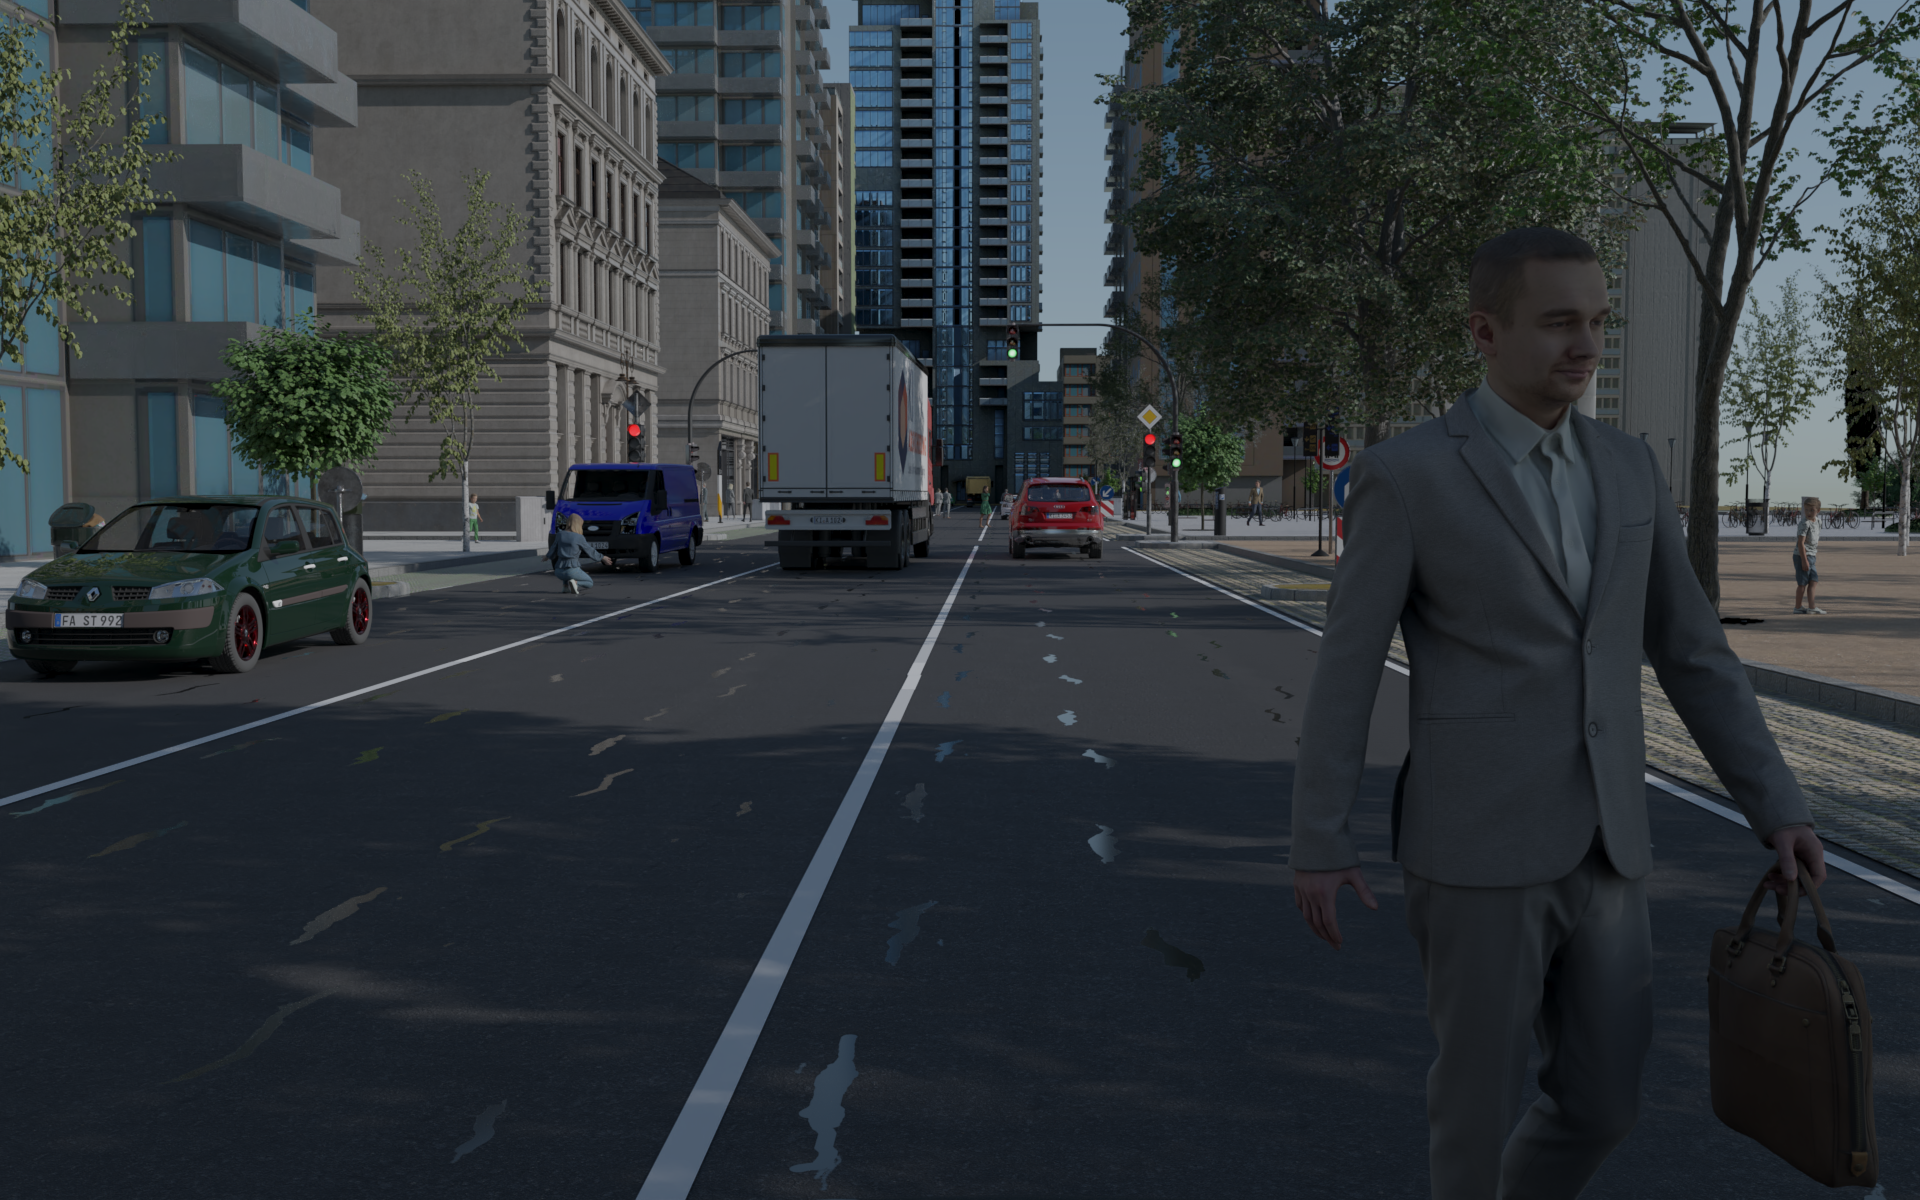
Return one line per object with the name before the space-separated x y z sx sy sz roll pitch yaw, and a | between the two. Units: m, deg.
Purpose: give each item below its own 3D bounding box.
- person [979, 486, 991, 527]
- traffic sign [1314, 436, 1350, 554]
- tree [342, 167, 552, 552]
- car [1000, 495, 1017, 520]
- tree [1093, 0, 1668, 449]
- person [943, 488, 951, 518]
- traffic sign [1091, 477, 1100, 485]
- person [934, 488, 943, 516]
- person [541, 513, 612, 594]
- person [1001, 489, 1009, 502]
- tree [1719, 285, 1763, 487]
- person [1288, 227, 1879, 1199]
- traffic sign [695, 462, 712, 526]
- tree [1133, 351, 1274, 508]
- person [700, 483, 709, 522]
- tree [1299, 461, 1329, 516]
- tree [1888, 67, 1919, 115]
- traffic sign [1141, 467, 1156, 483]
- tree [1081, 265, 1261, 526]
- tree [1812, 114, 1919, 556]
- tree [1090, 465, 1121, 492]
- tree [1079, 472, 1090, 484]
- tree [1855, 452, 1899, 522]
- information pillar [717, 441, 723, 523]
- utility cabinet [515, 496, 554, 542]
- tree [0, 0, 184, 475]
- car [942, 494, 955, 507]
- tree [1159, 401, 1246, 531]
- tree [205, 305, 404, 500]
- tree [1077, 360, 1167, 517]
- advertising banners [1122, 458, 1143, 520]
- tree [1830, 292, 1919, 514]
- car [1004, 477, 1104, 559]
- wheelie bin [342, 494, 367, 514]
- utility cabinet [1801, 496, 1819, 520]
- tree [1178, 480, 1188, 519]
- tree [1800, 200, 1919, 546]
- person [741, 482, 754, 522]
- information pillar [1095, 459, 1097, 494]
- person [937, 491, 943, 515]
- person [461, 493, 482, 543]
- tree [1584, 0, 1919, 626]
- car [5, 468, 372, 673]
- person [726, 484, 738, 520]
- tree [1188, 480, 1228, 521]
person | 1.077 -4.018 74.449 0.529 1.795 0.600 1 4 12
traffic sign | 7.928 -2.256 36.991 0.768 2.556 0.104 0 4 8
tree | -11.243 -5.379 38.315 4.737 8.622 4.395 0 3 0
car | 3.256 -5.179 97.039 2.083 1.381 4.827 0 4 3
tree | 7.227 -7.544 29.996 9.857 13.997 8.962 0 3 0
person | -0.772 -5.761 102.873 0.511 1.800 0.466 1 4 10
traffic sign | 10.025 -7.817 127.915 0.768 2.556 0.104 0 4 3
person | -1.422 -6.479 114.638 0.606 1.804 0.583 1 4 9
person | -5.681 -0.683 25.162 1.012 1.151 0.738 1 4 15
person | 3.339 -7.162 125.997 0.661 1.777 0.834 1 4 12
tree | 26.915 -6.558 57.585 4.737 8.622 4.395 0 3 0
person | 0.861 0.371 2.557 0.709 1.813 0.853 -1 4 -18
traffic sign | -10.342 -4.243 69.483 0.768 2.556 0.104 0 4 6
tree | 17.238 -13.035 123.496 12.009 13.543 11.850 0 3 0
person | -11.837 -4.482 79.502 0.590 1.801 0.661 -1 4 -13
tree | 20.791 -6.533 101.423 1.663 3.219 1.824 0 3 0
tree | 17.285 -4.886 30.254 4.737 8.622 4.395 0 3 0
traffic sign | 8.763 -4.933 80.766 0.768 2.556 0.104 0 4 6
tree | 8.304 -8.265 69.548 8.767 10.594 7.601 3 5 42
tree | 19.695 -5.235 35.953 4.737 8.622 4.395 0 3 0
tree | 9.840 -7.349 114.751 1.663 3.219 1.824 0 3 0
tree | 10.835 -9.467 149.385 1.663 3.219 1.824 0 3 0
tree | 41.723 -5.169 79.116 1.663 3.219 1.824 0 3 0
information pillar | -10.563 -5.184 76.106 0.183 3.616 0.504 0 4 5
utility cabinet | -11.471 -2.182 46.829 1.020 1.237 0.306 -3 5 -40
tree | -11.296 -4.249 19.839 4.737 8.622 4.395 0 3 0
car | -1.534 -11.616 198.710 1.959 1.807 4.718 0 4 2
tree | 8.585 -4.727 60.994 4.285 4.588 4.351 0 3 0
tree | -11.362 -2.838 30.119 4.285 4.588 4.351 0 3 0
tree | 9.314 -8.920 96.206 4.360 8.622 3.978 0 3 0
advertising banners | 8.523 -5.461 85.481 0.090 3.025 2.074 -1 4 -22
tree | 62.628 -12.772 110.636 13.155 14.587 18.604 -1 4 -19
car | 2.168 -1.918 40.030 2.281 1.827 5.304 0 4 0
wheelie bin | -19.193 -2.855 54.593 0.980 1.594 0.693 0 4 -5
utility cabinet | 22.767 -2.155 46.402 0.306 1.237 1.020 1 4 18
tree | 11.885 -5.914 91.288 1.663 3.219 1.824 0 3 0
tree | 23.217 -5.648 42.705 4.360 8.622 3.978 0 3 0
person | -9.809 -4.522 79.750 0.659 1.850 0.755 -2 4 -32
information pillar | 9.185 -7.672 116.794 0.183 3.616 0.504 0 4 2
person | -1.417 -6.743 118.923 0.537 1.800 0.526 0 3 0
person | -12.730 -2.130 45.110 0.590 1.304 0.306 1 4 19
tree | 7.599 -5.582 17.013 9.928 11.665 9.643 0 3 0
car | -6.547 -0.324 15.092 2.009 1.686 4.222 0 4 1
person | -11.514 -4.941 87.007 0.537 1.800 0.526 3 5 42
tree | 12.125 -5.449 83.691 1.663 3.219 1.824 0 3 0
